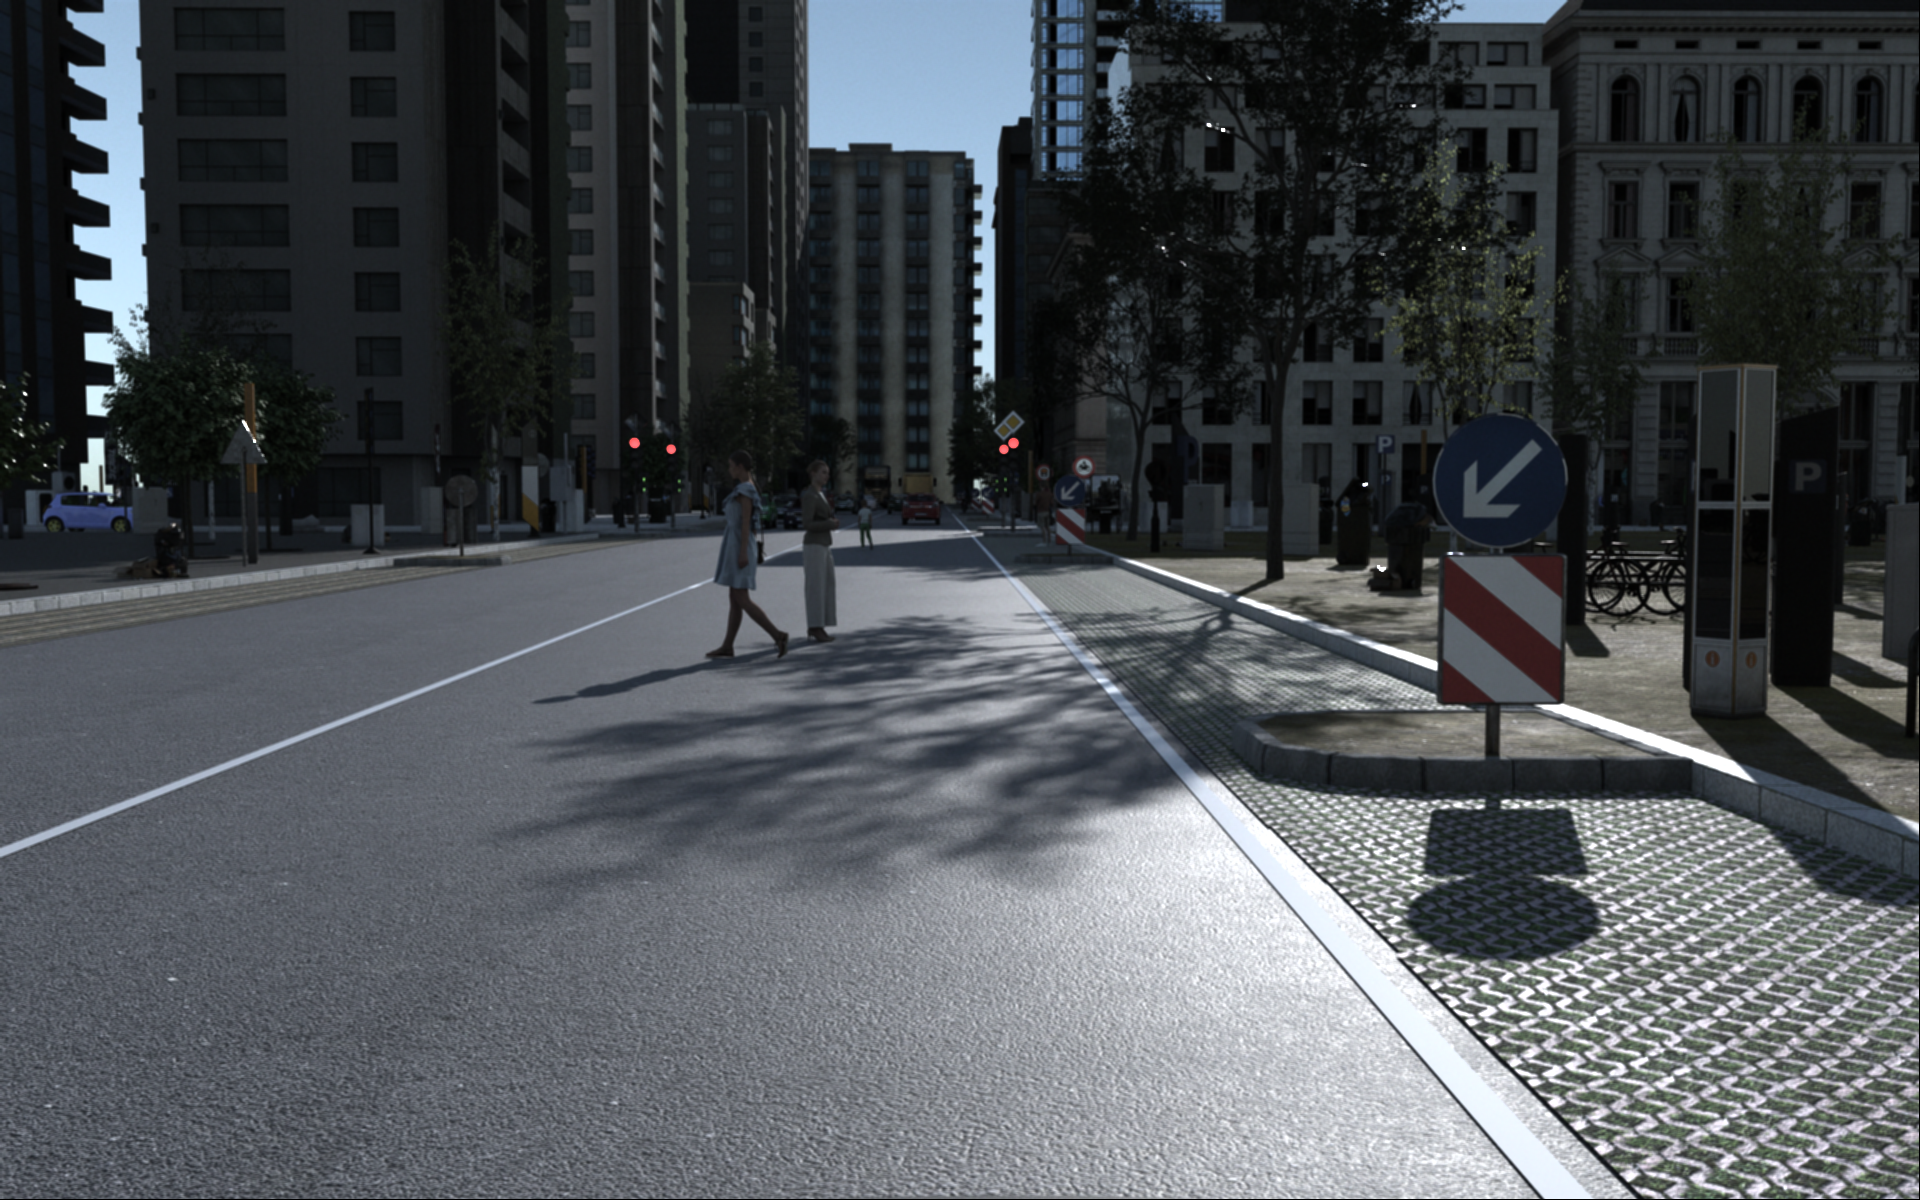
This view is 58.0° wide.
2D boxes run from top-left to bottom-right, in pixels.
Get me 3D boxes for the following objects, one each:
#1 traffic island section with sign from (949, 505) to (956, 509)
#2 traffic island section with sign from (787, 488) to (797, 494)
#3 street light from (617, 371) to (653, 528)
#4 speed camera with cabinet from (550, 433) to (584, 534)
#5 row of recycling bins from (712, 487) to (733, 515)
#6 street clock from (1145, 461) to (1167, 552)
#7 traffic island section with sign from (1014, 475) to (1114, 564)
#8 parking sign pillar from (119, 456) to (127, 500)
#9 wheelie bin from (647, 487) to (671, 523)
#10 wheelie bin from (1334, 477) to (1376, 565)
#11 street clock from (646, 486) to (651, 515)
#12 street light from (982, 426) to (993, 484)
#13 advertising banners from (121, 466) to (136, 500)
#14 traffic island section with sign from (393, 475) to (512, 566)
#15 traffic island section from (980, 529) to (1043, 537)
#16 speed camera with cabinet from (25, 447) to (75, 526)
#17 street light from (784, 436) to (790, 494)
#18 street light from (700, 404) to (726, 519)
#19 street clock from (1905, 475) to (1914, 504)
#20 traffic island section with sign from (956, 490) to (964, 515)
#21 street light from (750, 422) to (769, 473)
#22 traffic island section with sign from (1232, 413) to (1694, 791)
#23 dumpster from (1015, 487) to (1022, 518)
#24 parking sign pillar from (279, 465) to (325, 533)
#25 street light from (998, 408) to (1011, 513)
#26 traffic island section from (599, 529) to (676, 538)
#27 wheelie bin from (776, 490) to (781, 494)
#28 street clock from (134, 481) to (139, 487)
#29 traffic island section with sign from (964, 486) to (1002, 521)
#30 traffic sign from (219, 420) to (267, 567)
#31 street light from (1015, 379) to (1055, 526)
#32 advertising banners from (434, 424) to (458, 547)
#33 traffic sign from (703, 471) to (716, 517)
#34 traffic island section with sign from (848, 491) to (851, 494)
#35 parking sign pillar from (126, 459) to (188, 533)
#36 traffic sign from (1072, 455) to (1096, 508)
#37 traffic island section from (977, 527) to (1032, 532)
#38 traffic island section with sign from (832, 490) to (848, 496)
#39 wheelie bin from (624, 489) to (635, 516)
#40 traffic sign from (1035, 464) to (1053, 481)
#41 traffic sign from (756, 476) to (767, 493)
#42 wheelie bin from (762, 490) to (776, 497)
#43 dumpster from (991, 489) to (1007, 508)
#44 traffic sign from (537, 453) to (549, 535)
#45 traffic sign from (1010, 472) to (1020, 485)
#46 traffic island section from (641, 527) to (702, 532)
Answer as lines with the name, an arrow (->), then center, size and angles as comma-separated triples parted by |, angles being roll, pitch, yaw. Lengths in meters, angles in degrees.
traffic island section with sign -> 0.196, -9.769, 168.345 | 1.989, 1.847, 2.006 | 0, 4, -1
traffic island section with sign -> -11.380, -6.663, 117.564 | 1.989, 1.847, 2.006 | 0, 4, -1
street light -> -12.331, -5.700, 65.742 | 1.470, 5.913, 1.316 | 0, 4, -1
speed camera with cabinet -> -12.921, -3.826, 56.892 | 0.660, 3.252, 2.038 | 0, 4, 3
row of recycling bins -> -14.446, -6.038, 105.839 | 1.069, 1.692, 3.534 | -1, 4, -16
street clock -> 4.307, -2.054, 38.161 | 0.471, 2.002, 0.358 | 0, 4, 2
traffic island section with sign -> 2.137, -1.686, 36.195 | 1.989, 1.847, 2.006 | 0, 4, -1
parking sign pillar -> -53.666, -7.515, 111.345 | 1.447, 3.967, 1.447 | 1, 4, 10
wheelie bin -> -13.275, -4.167, 76.041 | 0.980, 1.594, 0.693 | 1, 4, 11
wheelie bin -> 7.222, -1.450, 31.624 | 0.693, 1.594, 0.980 | 1, 4, 19
street clock -> -18.770, -6.117, 104.582 | 0.358, 2.002, 0.471 | -1, 4, -10
street light -> 2.389, -8.873, 117.613 | 1.470, 5.913, 1.316 | 0, 4, -1
advertising banners -> -50.215, -6.620, 104.431 | 2.074, 3.025, 0.090 | 2, 4, 35
traffic island section with sign -> -10.180, -1.615, 35.027 | 1.989, 1.847, 2.006 | 0, 4, -1
traffic island section -> 1.803, -2.197, 58.201 | 2.009, 0.180, 2.903 | 0, 4, -1
speed camera with cabinet -> -36.649, -4.615, 69.794 | 0.660, 3.252, 2.038 | 1, 4, 16
street light -> -13.247, -10.000, 136.037 | 1.470, 5.913, 1.316 | 0, 4, -1
street light -> -12.717, -7.127, 89.062 | 1.470, 5.913, 1.316 | 0, 4, -1
street clock -> 36.686, -3.824, 67.095 | 0.471, 2.002, 0.358 | -1, 4, -22
traffic island section with sign -> 0.929, -6.688, 117.974 | 1.989, 1.847, 2.006 | 0, 4, -1
street light -> -13.051, -8.548, 112.306 | 1.470, 5.913, 1.316 | 0, 4, -1
traffic island section with sign -> 2.523, -0.038, 9.243 | 1.989, 1.847, 2.006 | 0, 4, -1
dumpster -> 3.488, -5.248, 91.555 | 1.264, 1.857, 1.865 | 0, 4, -1
parking sign pillar -> -21.948, -4.231, 57.656 | 1.447, 3.967, 1.447 | 1, 4, 15
street light -> 2.729, -7.385, 93.282 | 1.470, 5.913, 1.316 | 0, 4, -1
traffic island section -> -10.837, -2.186, 58.021 | 2.009, 0.180, 2.903 | 0, 4, -1
wheelie bin -> -14.248, -7.752, 134.650 | 0.980, 1.594, 0.693 | 0, 4, -5
street clock -> -47.148, -5.785, 99.146 | 0.358, 2.002, 0.471 | -2, 4, -30
traffic island section with sign -> 1.341, -5.029, 90.857 | 1.989, 1.847, 2.006 | 0, 4, -1
traffic sign -> -12.622, -1.865, 30.493 | 0.884, 2.594, 0.081 | 0, 4, 7
street light -> 3.107, -5.950, 69.828 | 1.470, 5.913, 1.316 | 0, 4, -1
advertising banners -> -12.668, -2.841, 42.641 | 0.090, 3.025, 2.074 | -2, 4, -29
traffic sign -> -13.726, -5.790, 94.778 | 0.768, 2.556, 0.104 | 0, 4, 1
traffic island section with sign -> -12.536, -11.446, 195.772 | 1.989, 1.847, 2.006 | 0, 4, -1
parking sign pillar -> -26.398, -4.215, 57.389 | 1.447, 3.967, 1.447 | 2, 4, 23
traffic sign -> 4.077, -3.476, 56.945 | 0.768, 2.556, 0.104 | 0, 4, 3
traffic island section -> 1.686, -2.685, 66.185 | 2.009, 0.180, 2.903 | 0, 4, -1
traffic island section with sign -> -12.127, -9.739, 167.861 | 1.989, 1.847, 2.006 | 0, 4, -1
wheelie bin -> -19.521, -5.788, 102.549 | 0.693, 1.594, 0.980 | -1, 4, -17
traffic sign -> 3.549, -4.464, 73.098 | 0.768, 2.556, 0.104 | 0, 4, 4
traffic sign -> -14.014, -7.464, 122.148 | 0.768, 2.556, 0.104 | 0, 4, 5
wheelie bin -> -13.912, -7.111, 124.174 | 0.693, 1.594, 0.980 | 1, 4, 21
dumpster -> 2.919, -7.567, 129.478 | 1.264, 1.857, 1.865 | 0, 4, -1
traffic sign -> -13.042, -3.261, 53.423 | 0.768, 2.556, 0.104 | 1, 4, 8
traffic sign -> 3.001, -5.923, 96.939 | 0.768, 2.556, 0.104 | 0, 4, 1
traffic island section -> -10.954, -2.674, 66.006 | 2.009, 0.180, 2.903 | 0, 4, -1
